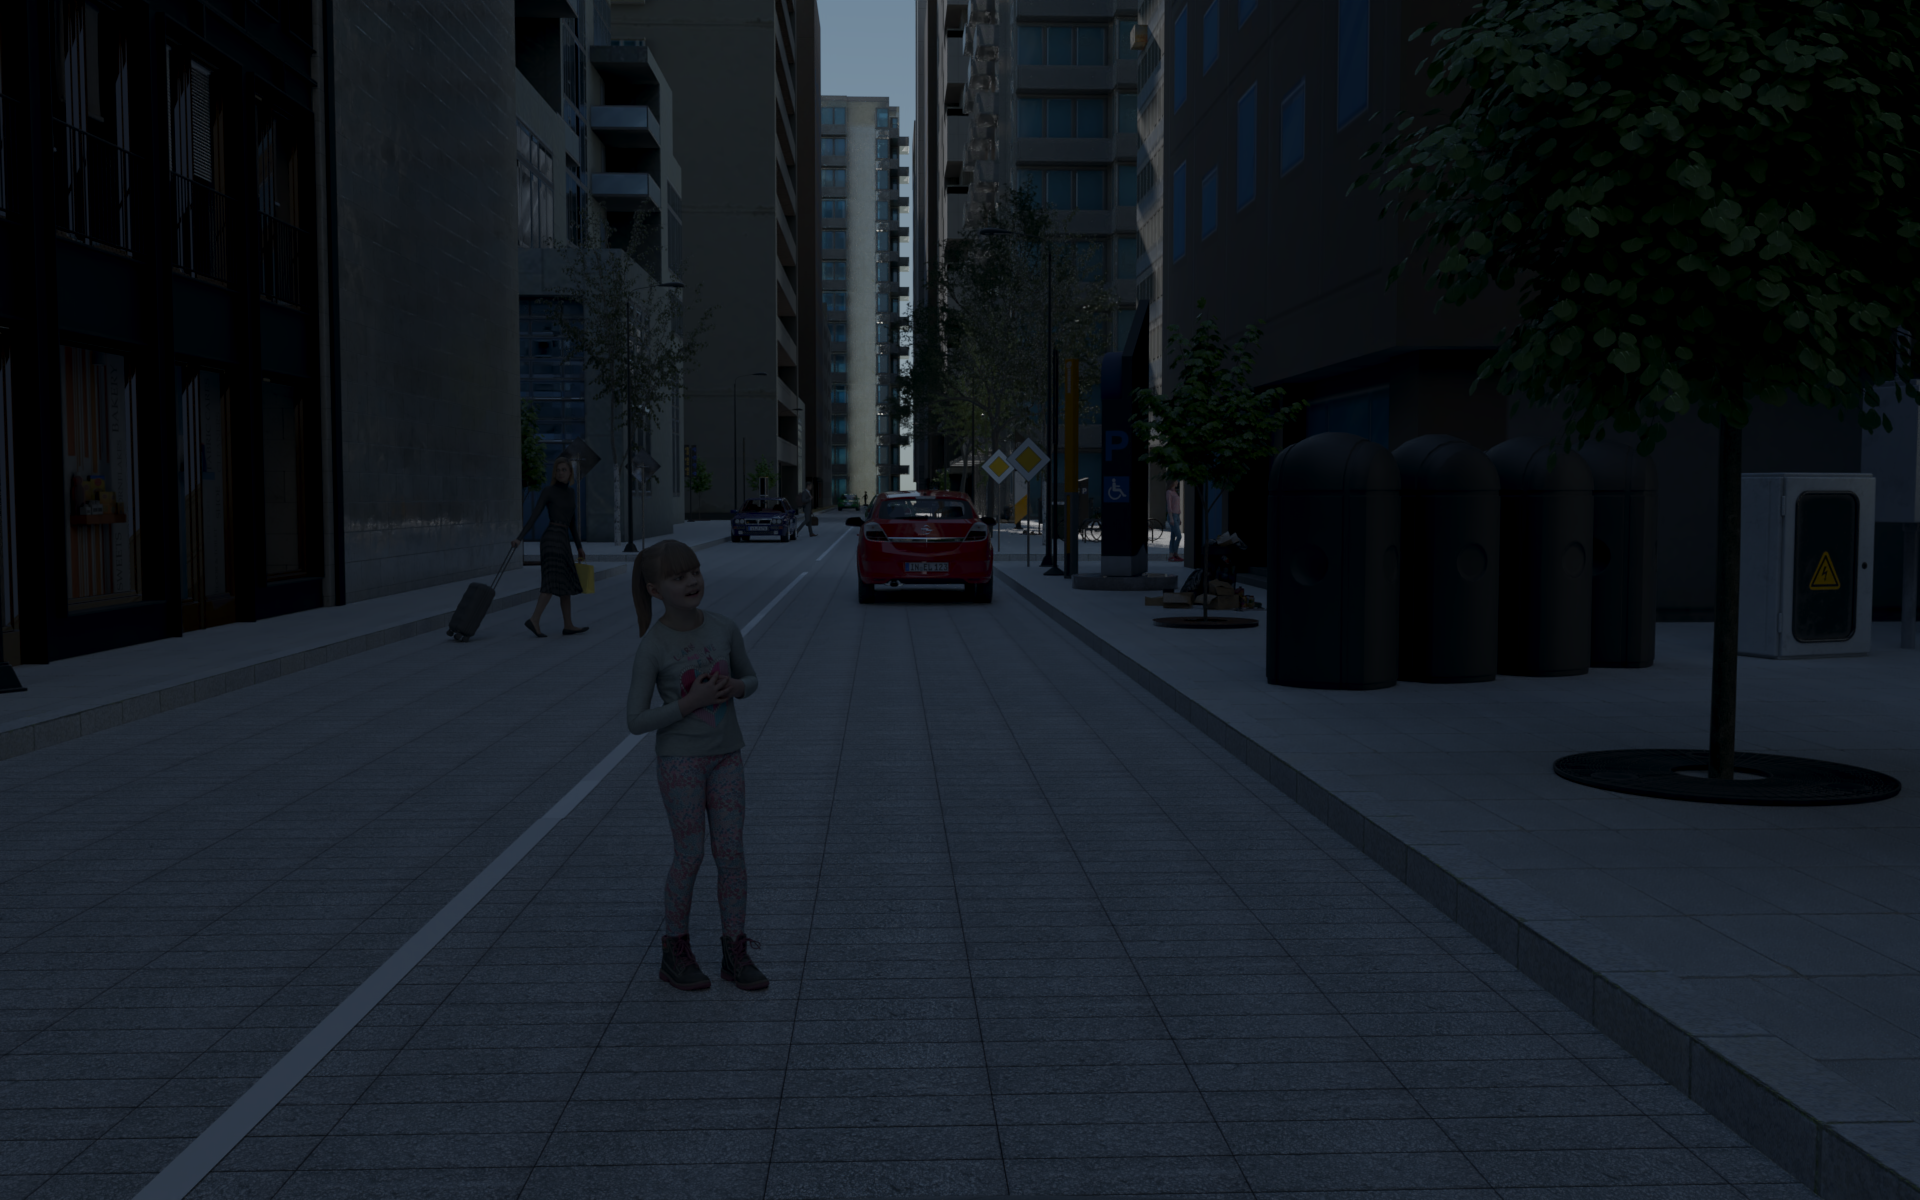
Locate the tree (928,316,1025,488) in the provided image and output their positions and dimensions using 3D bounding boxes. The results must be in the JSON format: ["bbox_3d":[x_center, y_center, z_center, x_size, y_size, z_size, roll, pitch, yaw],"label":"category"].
[{"bbox_3d":[0.900,-7.239,68.715,4.737,8.622,4.395,0,3,0],"label":"tree"}]

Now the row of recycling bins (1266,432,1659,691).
[{"bbox_3d":[3.697,-0.319,12.336,3.534,1.692,1.069,-2,4,-32],"label":"row of recycling bins"}]

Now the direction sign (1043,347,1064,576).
[{"bbox_3d":[1.501,-2.155,27.225,0.379,3.537,0.876,0,4,7],"label":"direction sign"}]

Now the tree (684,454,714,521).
[{"bbox_3d":[-12.653,-5.420,83.213,1.663,3.219,1.824,0,3,0],"label":"tree"}]

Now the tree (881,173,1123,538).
[{"bbox_3d":[1.134,-7.086,50.271,7.601,10.594,8.767,1,4,18],"label":"tree"}]

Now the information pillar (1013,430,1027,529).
[{"bbox_3d":[2.213,-4.390,63.127,0.504,3.616,0.183,-1,4,-11],"label":"information pillar"}]

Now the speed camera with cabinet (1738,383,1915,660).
[{"bbox_3d":[7.158,-1.193,13.847,2.038,3.252,0.660,-1,4,-20],"label":"speed camera with cabinet"}]

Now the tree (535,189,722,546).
[{"bbox_3d":[-8.267,-5.651,42.756,4.360,8.622,3.978,0,3,0],"label":"tree"}]

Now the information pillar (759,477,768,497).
[{"bbox_3d":[-8.415,-4.268,74.279,0.304,2.012,0.304,1,4,13],"label":"information pillar"}]

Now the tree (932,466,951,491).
[{"bbox_3d":[-1.034,-7.501,117.238,1.663,3.219,1.824,0,3,0],"label":"tree"}]

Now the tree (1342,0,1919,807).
[{"bbox_3d":[3.366,-1.469,7.726,4.285,4.588,4.351,0,3,0],"label":"tree"}]

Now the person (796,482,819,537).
[{"bbox_3d":[-5.128,-3.014,57.743,0.822,1.834,0.622,0,4,-5],"label":"person"}]

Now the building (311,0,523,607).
[{"bbox_3d":[-15.753,-10.342,23.849,16.860,20.320,10.420,0,4,-2],"label":"building"}]

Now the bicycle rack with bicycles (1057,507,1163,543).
[{"bbox_3d":[4.032,-2.013,46.289,2.925,0.926,2.852,0,4,3],"label":"bicycle rack with bicycles"}]

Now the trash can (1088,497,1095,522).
[{"bbox_3d":[5.669,-4.037,77.659,0.748,1.137,0.748,0,3,0],"label":"trash can"}]

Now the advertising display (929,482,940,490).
[{"bbox_3d":[-1.338,-5.227,90.673,0.123,1.923,0.974,-2,4,-29],"label":"advertising display"}]

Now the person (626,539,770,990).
[{"bbox_3d":[-0.739,0.473,5.040,0.394,1.301,0.425,3,4,37],"label":"person"}]

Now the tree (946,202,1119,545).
[{"bbox_3d":[1.887,-5.664,42.969,4.360,8.622,3.978,0,3,0],"label":"tree"}]

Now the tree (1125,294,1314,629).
[{"bbox_3d":[2.352,-1.368,16.968,1.663,3.219,1.824,0,3,0],"label":"tree"}]

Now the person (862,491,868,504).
[{"bbox_3d":[-9.764,-10.297,177.681,0.721,1.723,1.217,2,4,25],"label":"person"}]

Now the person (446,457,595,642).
[{"bbox_3d":[-4.362,-0.524,17.278,1.509,1.804,0.699,-2,4,-30],"label":"person"}]

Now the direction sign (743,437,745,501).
[{"bbox_3d":[-8.652,-4.737,69.452,0.379,3.537,0.876,0,4,-4],"label":"direction sign"}]

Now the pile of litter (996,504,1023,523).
[{"bbox_3d":[2.105,-3.795,76.011,1.719,0.858,1.176,2,4,28],"label":"pile of litter"}]

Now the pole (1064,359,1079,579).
[{"bbox_3d":[1.687,-1.979,26.201,0.158,3.312,0.155,0,3,0],"label":"pole"}]

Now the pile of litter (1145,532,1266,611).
[{"bbox_3d":[2.804,-0.345,19.612,1.176,0.858,1.719,-1,4,-23],"label":"pile of litter"}]

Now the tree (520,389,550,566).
[{"bbox_3d":[-7.907,-2.253,31.434,1.663,3.219,1.824,0,3,0],"label":"tree"}]

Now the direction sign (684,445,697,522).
[{"bbox_3d":[-12.396,-5.363,79.676,0.379,3.537,0.876,2,4,30],"label":"direction sign"}]

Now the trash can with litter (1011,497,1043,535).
[{"bbox_3d":[2.490,-2.650,54.390,1.678,1.210,2.233,-2,4,-35],"label":"trash can with litter"}]

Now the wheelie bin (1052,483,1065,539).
[{"bbox_3d":[2.874,-2.545,49.523,0.980,1.594,0.693,2,4,24],"label":"wheelie bin"}]

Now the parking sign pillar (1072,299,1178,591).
[{"bbox_3d":[2.246,-2.142,23.496,1.447,3.967,1.447,1,4,16],"label":"parking sign pillar"}]

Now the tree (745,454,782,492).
[{"bbox_3d":[-9.508,-5.398,82.856,1.663,3.219,1.824,0,3,0],"label":"tree"}]

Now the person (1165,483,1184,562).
[{"bbox_3d":[4.508,-1.711,36.482,0.388,1.821,0.555,1,4,14],"label":"person"}]
